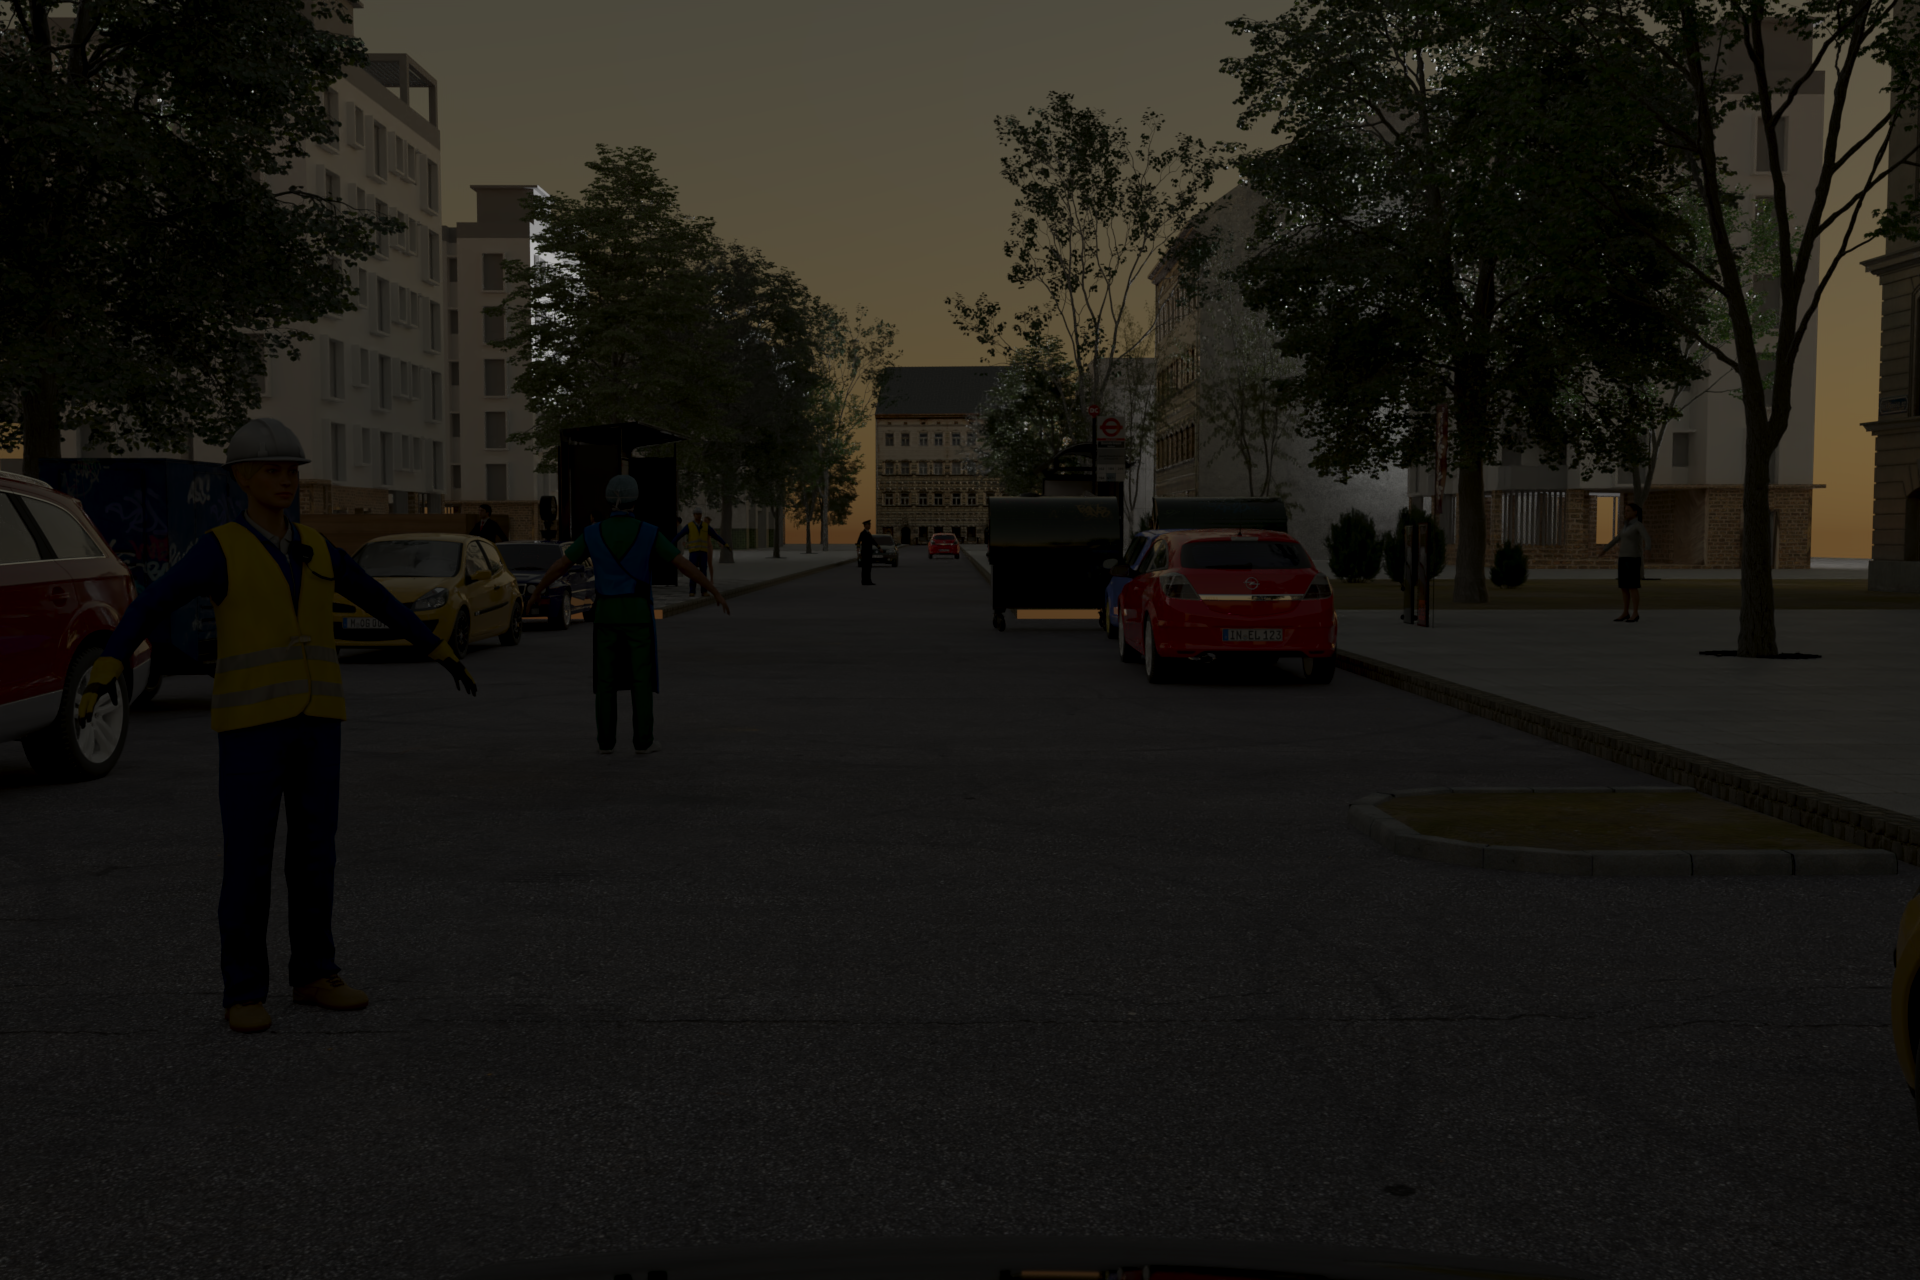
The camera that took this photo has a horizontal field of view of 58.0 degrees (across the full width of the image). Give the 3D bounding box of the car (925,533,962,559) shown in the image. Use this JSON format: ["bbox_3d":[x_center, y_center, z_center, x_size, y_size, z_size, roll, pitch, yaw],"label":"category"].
[{"bbox_3d":[-0.956,-5.633,101.136,2.155,1.783,4.494,0,4,-2],"label":"car"}]

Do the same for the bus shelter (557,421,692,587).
[{"bbox_3d":[-7.452,-2.923,39.079,1.731,3.624,6.357,0,4,2],"label":"bus shelter"}]

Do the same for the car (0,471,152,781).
[{"bbox_3d":[-6.017,0.005,8.592,2.281,1.827,5.304,0,3,0],"label":"car"}]

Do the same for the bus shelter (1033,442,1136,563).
[{"bbox_3d":[2.843,-2.865,40.768,2.014,3.302,5.546,0,4,0],"label":"bus shelter"}]

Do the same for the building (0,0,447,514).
[{"bbox_3d":[-26.333,-12.382,58.869,16.016,20.090,11.380,0,4,0],"label":"building"}]

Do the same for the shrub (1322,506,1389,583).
[{"bbox_3d":[10.398,-2.516,45.550,1.690,2.028,1.600,0,3,0],"label":"shrub"}]

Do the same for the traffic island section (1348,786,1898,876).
[{"bbox_3d":[2.929,0.894,8.252,1.991,0.108,1.994,0,4,-1],"label":"traffic island section"}]

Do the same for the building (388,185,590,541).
[{"bbox_3d":[-27.987,-14.608,95.255,16.016,20.090,11.380,0,4,0],"label":"building"}]

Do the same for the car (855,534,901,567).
[{"bbox_3d":[-3.581,-4.046,75.946,2.009,1.686,4.222,0,4,-1],"label":"car"}]

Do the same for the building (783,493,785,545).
[{"bbox_3d":[-30.190,-22.416,197.437,19.493,23.208,18.063,0,3,0],"label":"building"}]

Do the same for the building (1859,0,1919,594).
[{"bbox_3d":[25.825,-12.391,21.675,14.460,24.649,34.723,0,4,0],"label":"building"}]

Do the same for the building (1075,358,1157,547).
[{"bbox_3d":[21.699,-19.307,182.121,16.747,18.905,31.486,0,4,-1],"label":"building"}]

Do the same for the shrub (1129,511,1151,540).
[{"bbox_3d":[5.368,-2.606,46.653,1.661,2.075,1.752,0,3,0],"label":"shrub"}]

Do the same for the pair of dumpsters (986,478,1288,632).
[{"bbox_3d":[2.600,-1.282,25.918,4.436,2.255,1.574,0,4,0],"label":"pair of dumpsters"}]

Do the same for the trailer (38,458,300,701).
[{"bbox_3d":[-6.426,-0.410,13.755,1.471,1.999,3.904,0,4,0],"label":"trailer"}]

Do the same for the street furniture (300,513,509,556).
[{"bbox_3d":[-14.231,-2.005,39.633,9.812,1.723,11.010,1,4,14],"label":"street furniture"}]

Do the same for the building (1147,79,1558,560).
[{"bbox_3d":[20.735,-16.012,92.717,19.493,23.208,18.063,0,3,0],"label":"building"}]

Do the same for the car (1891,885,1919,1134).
[{"bbox_3d":[2.849,0.491,2.189,2.015,1.641,3.980,0,3,0],"label":"car"}]

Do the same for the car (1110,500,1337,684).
[{"bbox_3d":[2.683,-0.553,18.075,2.155,1.783,4.494,0,3,0],"label":"car"}]

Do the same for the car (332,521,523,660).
[{"bbox_3d":[-6.520,-0.653,20.908,2.015,1.641,3.980,0,4,-1],"label":"car"}]

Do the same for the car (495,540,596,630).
[{"bbox_3d":[-6.730,-0.885,27.044,1.945,1.354,3.894,0,4,-1],"label":"car"}]

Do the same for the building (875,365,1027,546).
[{"bbox_3d":[-0.753,-23.969,225.277,18.063,23.208,19.493,0,4,5],"label":"building"}]

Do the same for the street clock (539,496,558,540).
[{"bbox_3d":[-7.754,-1.719,32.674,0.358,2.002,0.471,0,4,1],"label":"street clock"}]

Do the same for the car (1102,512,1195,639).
[{"bbox_3d":[2.861,-0.797,22.616,1.945,1.707,3.694,0,4,-1],"label":"car"}]

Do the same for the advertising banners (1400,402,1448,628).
[{"bbox_3d":[6.425,-1.699,23.972,0.090,3.025,2.074,0,4,0],"label":"advertising banners"}]

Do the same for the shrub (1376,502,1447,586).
[{"bbox_3d":[11.184,-2.374,42.862,1.661,2.075,1.752,0,3,0],"label":"shrub"}]

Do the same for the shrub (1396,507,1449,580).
[{"bbox_3d":[12.595,-2.637,47.538,1.690,2.028,1.600,0,3,0],"label":"shrub"}]

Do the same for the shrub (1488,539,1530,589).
[{"bbox_3d":[12.857,-1.800,40.552,1.383,1.207,1.383,0,3,0],"label":"shrub"}]

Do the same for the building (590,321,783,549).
[{"bbox_3d":[-26.193,-17.903,159.166,16.747,18.905,31.486,0,4,0],"label":"building"}]

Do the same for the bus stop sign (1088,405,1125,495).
[{"bbox_3d":[2.981,-2.880,35.790,0.855,3.939,0.416,0,4,0],"label":"bus stop sign"}]

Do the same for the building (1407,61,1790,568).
[{"bbox_3d":[25.129,-13.410,75.671,16.016,20.090,11.380,0,4,0],"label":"building"}]
